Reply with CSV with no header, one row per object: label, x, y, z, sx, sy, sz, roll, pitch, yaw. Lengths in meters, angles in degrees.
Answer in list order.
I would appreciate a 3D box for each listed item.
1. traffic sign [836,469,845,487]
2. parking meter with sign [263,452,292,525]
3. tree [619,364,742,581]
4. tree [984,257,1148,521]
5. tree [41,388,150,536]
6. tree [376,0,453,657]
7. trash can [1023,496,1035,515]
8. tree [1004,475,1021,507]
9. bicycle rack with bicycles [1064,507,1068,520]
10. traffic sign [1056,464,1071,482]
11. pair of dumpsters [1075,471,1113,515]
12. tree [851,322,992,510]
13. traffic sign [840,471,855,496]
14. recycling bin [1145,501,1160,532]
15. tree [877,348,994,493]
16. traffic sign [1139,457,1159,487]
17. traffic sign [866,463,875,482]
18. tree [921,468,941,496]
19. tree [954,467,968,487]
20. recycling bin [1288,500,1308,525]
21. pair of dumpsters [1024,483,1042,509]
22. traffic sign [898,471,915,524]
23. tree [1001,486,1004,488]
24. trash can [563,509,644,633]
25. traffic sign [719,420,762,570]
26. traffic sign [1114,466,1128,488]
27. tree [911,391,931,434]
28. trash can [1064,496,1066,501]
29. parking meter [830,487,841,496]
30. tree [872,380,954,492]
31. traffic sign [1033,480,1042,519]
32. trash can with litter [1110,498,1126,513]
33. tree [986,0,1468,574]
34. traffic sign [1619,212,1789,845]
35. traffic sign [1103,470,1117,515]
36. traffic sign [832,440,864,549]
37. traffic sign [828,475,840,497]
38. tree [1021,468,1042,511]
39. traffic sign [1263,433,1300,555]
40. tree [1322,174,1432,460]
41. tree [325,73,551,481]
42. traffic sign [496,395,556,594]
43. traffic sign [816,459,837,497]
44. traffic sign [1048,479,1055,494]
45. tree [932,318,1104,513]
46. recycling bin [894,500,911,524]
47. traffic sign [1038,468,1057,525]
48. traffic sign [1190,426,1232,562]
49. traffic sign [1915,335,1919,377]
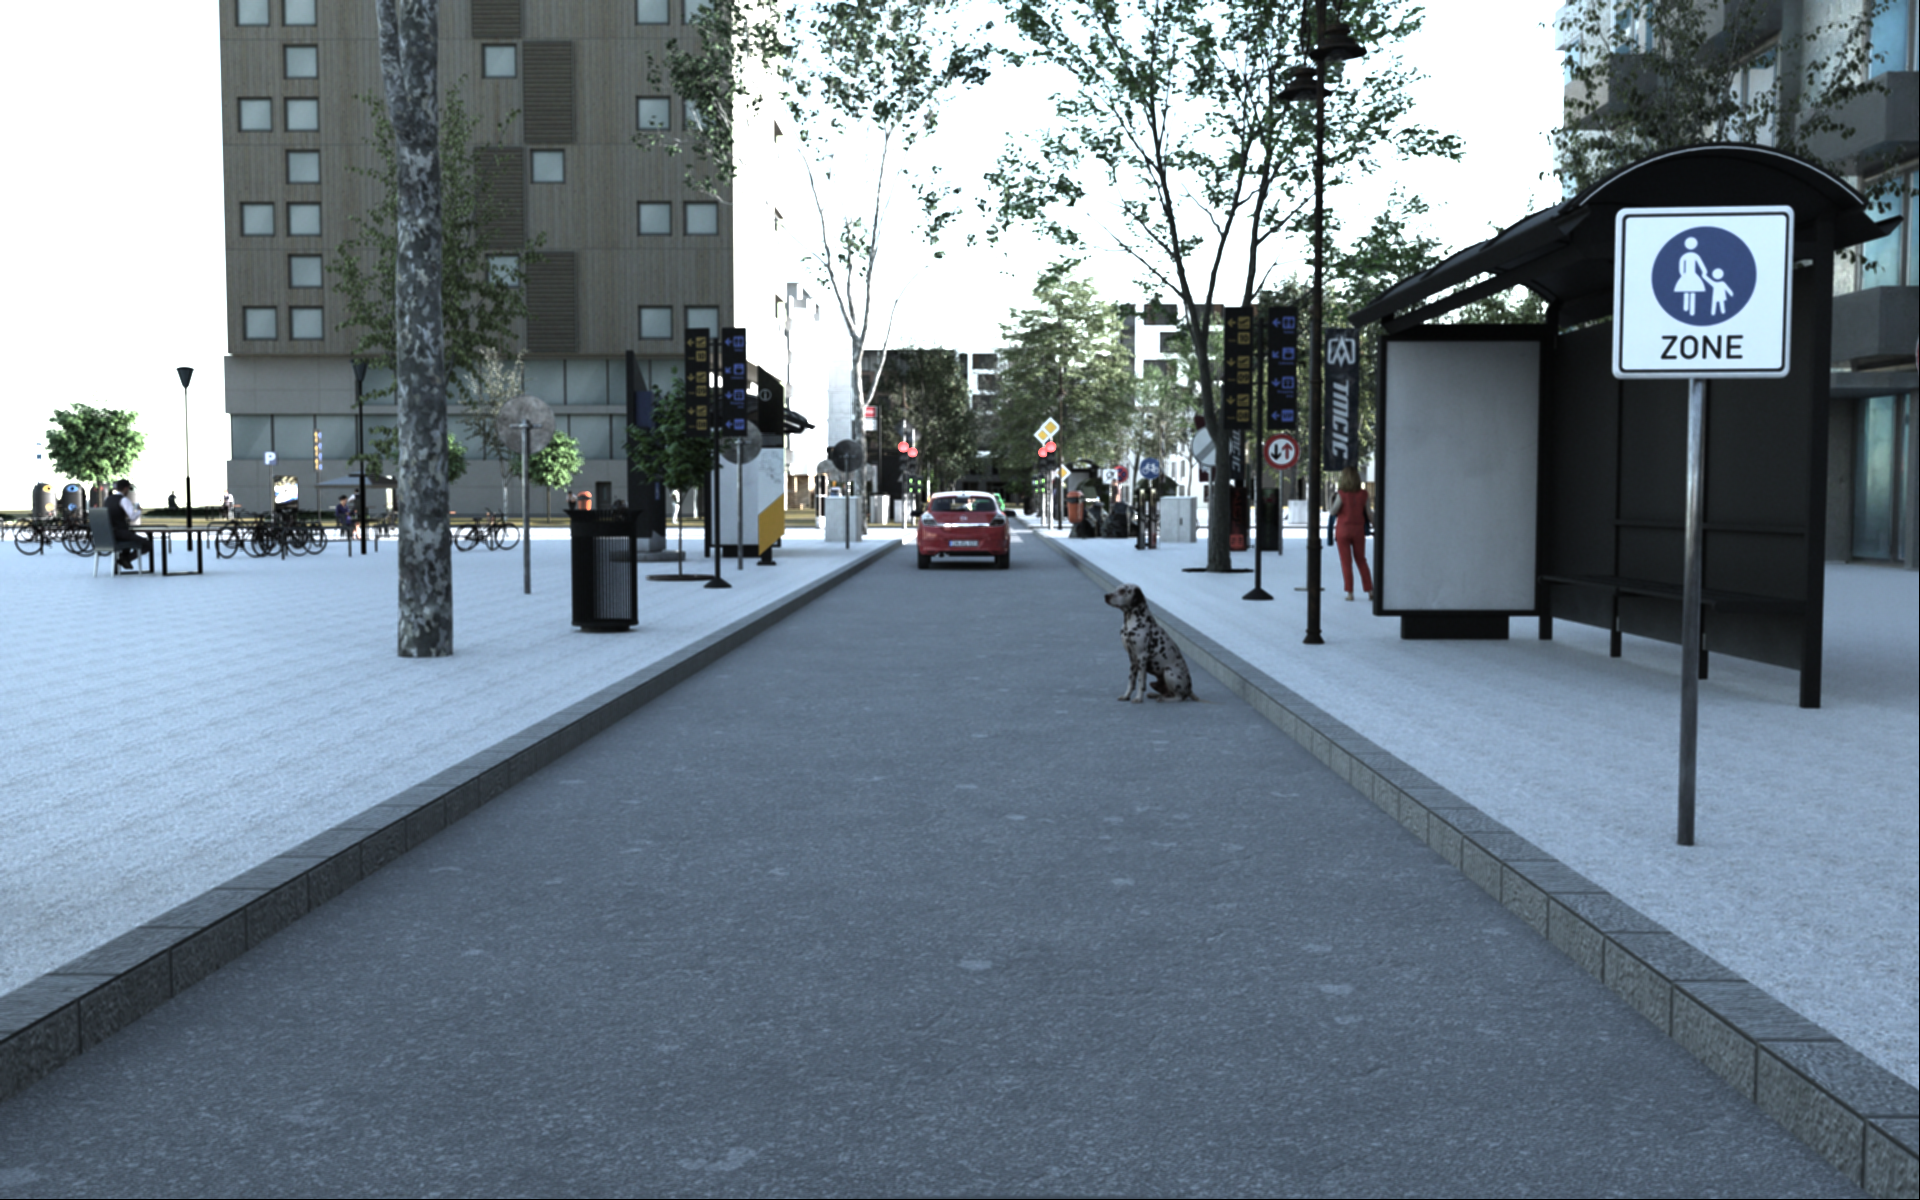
traffic sign,-5.654,-4.967,81.317,0.768,2.556,0.104,0,4,6
parking meter with sign,-28.304,-4.631,71.972,0.543,3.016,1.738,0,4,-1
tree,-4.336,-1.919,25.983,1.663,3.219,1.824,0,3,0
tree,5.231,-10.089,83.074,7.486,12.596,7.792,0,3,0
tree,-26.790,-4.281,53.701,4.285,4.588,4.351,0,3,0
tree,-5.625,-9.655,13.752,12.611,20.169,13.585,0,3,0
trash can,4.194,-5.757,105.785,0.748,1.137,0.748,0,3,0
tree,5.832,-10.827,171.622,1.663,3.219,1.824,0,3,0
bicycle rack with bicycles,6.778,-4.505,87.046,2.925,0.926,2.852,2,4,30
traffic sign,4.417,-4.576,74.556,0.795,2.593,0.064,0,4,6
pair of dumpsters,5.946,-4.527,76.510,1.574,2.255,4.437,0,4,1
tree,-2.462,-9.818,94.929,8.767,10.594,7.601,2,4,34
traffic sign,-4.718,-4.484,73.420,0.768,2.556,0.104,0,4,8
recycling bin,6.703,-2.844,59.055,0.722,1.027,0.722,0,4,-1
tree,-1.886,-13.278,134.111,9.611,12.733,9.660,0,3,0
traffic sign,6.619,-3.678,60.240,0.768,2.556,0.104,0,4,4
traffic sign,-3.877,-4.322,70.776,0.768,2.556,0.104,0,4,5
tree,-2.022,-7.271,113.483,1.663,3.219,1.824,0,3,0
tree,-1.338,-15.504,203.847,4.360,8.622,3.978,0,3,0
recycling bin,14.185,-3.677,72.666,0.722,1.027,0.722,0,4,-2
pair of dumpsters,6.052,-8.494,141.376,1.574,2.255,4.437,0,4,1
traffic sign,-2.247,-4.547,74.351,0.884,2.594,0.081,0,4,6
tree,5.480,-11.673,185.448,1.663,3.219,1.824,0,3,0
trash can,-3.324,-0.278,16.194,0.748,1.137,0.748,0,3,0
traffic sign,-3.726,-1.786,29.308,0.768,2.556,0.104,0,4,1
traffic sign,7.237,-4.797,78.542,0.768,2.556,0.104,1,4,9
tree,-1.510,-15.631,165.939,12.009,13.543,11.850,0,3,0
trash can,6.303,-5.936,108.705,0.748,1.137,0.748,0,3,0
parking meter,-4.207,-3.074,58.663,0.372,1.533,0.369,0,3,0
tree,-3.273,-9.520,106.014,4.360,8.622,3.978,0,3,0
traffic sign,4.012,-5.313,88.992,0.606,2.300,0.079,0,4,2
trash can with litter,5.723,-3.121,62.413,0.624,1.170,1.055,0,4,3
tree,4.196,-6.257,28.057,9.928,11.665,9.643,0,3,0
traffic sign,2.656,-0.253,6.270,0.606,2.300,0.079,0,4,6
traffic sign,6.131,-4.196,70.726,0.606,2.300,0.079,1,4,10
traffic sign,-2.638,-2.473,40.532,0.768,2.556,0.104,1,4,9
traffic sign,-5.380,-4.352,71.162,0.884,2.594,0.081,0,4,7
tree,5.736,-8.267,129.762,1.663,3.219,1.824,0,3,0
traffic sign,6.738,-2.216,36.336,0.768,2.556,0.104,1,4,11
tree,10.781,-5.484,40.023,4.360,8.622,3.978,0,3,0
tree,-9.459,-4.933,31.011,4.737,8.622,4.395,0,3,0
traffic sign,-5.572,-1.353,22.232,0.768,2.556,0.104,0,4,2
traffic sign,-4.900,-3.884,63.604,0.768,2.556,0.104,0,4,5
traffic sign,5.275,-6.318,103.413,0.768,2.556,0.104,0,4,6
tree,5.004,-12.669,117.513,12.009,13.543,11.850,0,3,0
recycling bin,-2.405,-3.844,75.403,0.722,1.027,0.722,-2,4,-26
traffic sign,3.656,-4.424,72.435,0.768,2.556,0.104,0,4,3
traffic sign,4.669,-1.967,32.266,0.768,2.556,0.104,0,4,3
traffic sign,6.463,-0.669,11.048,0.768,2.556,0.104,1,4,9
